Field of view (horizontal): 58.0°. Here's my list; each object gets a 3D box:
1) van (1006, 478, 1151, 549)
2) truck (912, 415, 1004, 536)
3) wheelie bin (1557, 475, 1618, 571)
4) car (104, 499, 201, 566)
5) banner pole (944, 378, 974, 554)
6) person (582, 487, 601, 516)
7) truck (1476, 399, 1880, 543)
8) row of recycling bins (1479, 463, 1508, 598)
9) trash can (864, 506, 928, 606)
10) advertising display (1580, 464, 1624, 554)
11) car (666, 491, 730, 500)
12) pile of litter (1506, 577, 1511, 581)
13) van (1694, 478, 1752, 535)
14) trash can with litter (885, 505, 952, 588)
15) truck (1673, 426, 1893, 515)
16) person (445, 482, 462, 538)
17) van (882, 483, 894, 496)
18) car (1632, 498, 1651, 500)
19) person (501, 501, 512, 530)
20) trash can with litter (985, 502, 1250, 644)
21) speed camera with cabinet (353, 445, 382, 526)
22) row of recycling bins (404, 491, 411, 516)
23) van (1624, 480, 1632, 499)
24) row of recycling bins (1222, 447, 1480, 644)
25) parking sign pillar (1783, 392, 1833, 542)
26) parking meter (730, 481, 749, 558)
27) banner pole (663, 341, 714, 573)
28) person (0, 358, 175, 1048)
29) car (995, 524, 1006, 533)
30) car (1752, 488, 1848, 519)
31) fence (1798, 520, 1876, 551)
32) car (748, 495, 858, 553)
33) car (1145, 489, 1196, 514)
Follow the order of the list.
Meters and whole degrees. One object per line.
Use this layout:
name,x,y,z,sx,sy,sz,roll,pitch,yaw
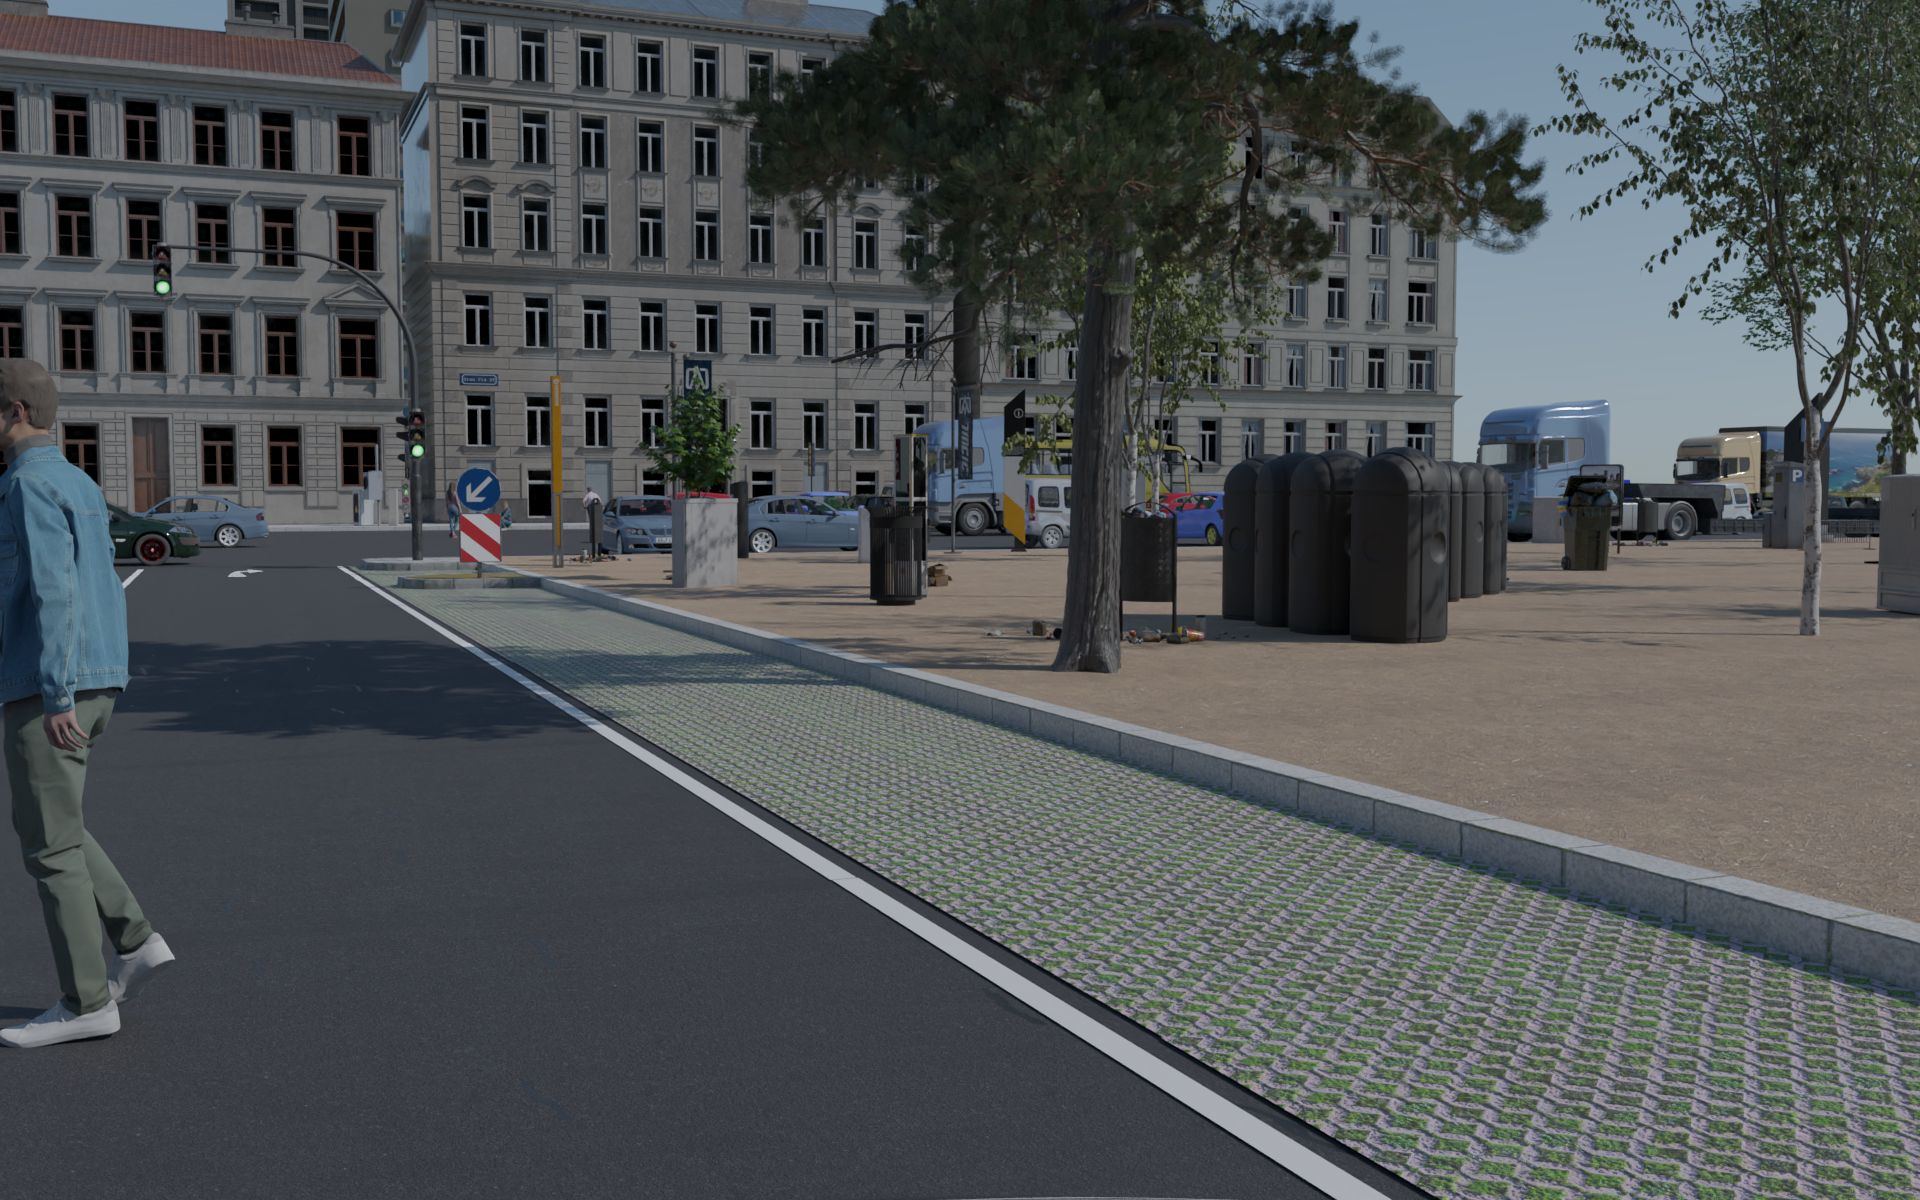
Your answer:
van,3.329,-2.400,46.248,4.112,2.044,2.013,-1,4,-23
truck,6.525,-4.442,62.389,18.799,4.110,2.967,-1,4,-23
wheelie bin,10.555,-1.294,29.062,0.980,1.594,0.693,0,4,-3
car,-17.505,-1.523,34.684,4.222,1.686,2.009,-2,4,-23
banner pole,0.005,-2.881,37.124,0.401,3.779,0.863,-3,5,-42
person,-13.786,-3.382,64.731,0.756,1.711,0.436,-2,4,-26
truck,23.291,-3.829,52.364,18.799,4.110,2.967,-1,4,-22
row of recycling bins,6.283,-0.912,22.017,1.069,1.692,3.534,2,4,28
trash can,-0.743,-0.516,20.085,0.748,1.137,0.748,0,3,0
advertising display,13.878,-1.975,37.504,0.123,1.923,0.974,-3,5,-40
car,-8.442,-2.609,51.702,4.494,1.783,2.155,-1,4,-23
pile of litter,7.303,-0.714,25.647,1.719,0.858,1.176,1,4,11
van,25.861,-3.304,61.031,4.112,2.044,2.013,-1,4,-23
trash can with litter,-0.596,-0.765,23.901,0.624,1.170,1.055,2,4,34
truck,34.710,-5.163,73.335,11.283,4.237,2.839,-2,4,-24
person,-16.526,-2.938,56.553,0.555,1.821,0.388,0,4,4
van,-1.001,-3.625,66.278,4.112,2.044,2.013,-1,4,-23
car,30.339,-4.162,77.632,3.694,1.707,1.945,-1,4,-22
person,-18.004,-3.318,68.245,0.738,1.151,1.012,-2,4,-23
trash can with litter,1.338,-0.267,15.431,2.233,1.210,1.678,2,4,26
speed camera with cabinet,-23.893,-4.614,69.774,0.660,3.252,2.038,-3,4,-36
row of recycling bins,-31.505,-5.763,101.333,3.534,1.692,1.069,0,4,1
van,25.120,-4.095,71.334,5.245,2.365,2.240,-1,4,-23
row of recycling bins,3.467,-0.573,16.483,1.069,1.692,3.534,-1,4,-15
parking sign pillar,22.796,-3.559,46.666,1.447,3.967,1.447,-1,4,-13
parking meter,-4.413,-1.603,34.614,0.372,1.533,0.369,0,3,0
banner pole,-4.453,-2.348,28.402,0.863,3.779,0.401,-1,4,-13
person,-2.346,0.262,4.559,0.444,1.785,0.601,0,4,-4
car,3.138,-3.142,63.944,3.894,1.354,1.945,-1,4,-22
car,31.975,-3.418,65.679,4.222,1.686,2.009,-2,4,-25
fence,20.072,-1.483,39.630,2.069,0.683,0.278,-1,4,-20
car,-3.810,-1.815,41.681,4.499,1.417,2.014,-2,4,-24
car,9.120,-3.544,66.979,4.494,1.783,2.155,-2,4,-24
